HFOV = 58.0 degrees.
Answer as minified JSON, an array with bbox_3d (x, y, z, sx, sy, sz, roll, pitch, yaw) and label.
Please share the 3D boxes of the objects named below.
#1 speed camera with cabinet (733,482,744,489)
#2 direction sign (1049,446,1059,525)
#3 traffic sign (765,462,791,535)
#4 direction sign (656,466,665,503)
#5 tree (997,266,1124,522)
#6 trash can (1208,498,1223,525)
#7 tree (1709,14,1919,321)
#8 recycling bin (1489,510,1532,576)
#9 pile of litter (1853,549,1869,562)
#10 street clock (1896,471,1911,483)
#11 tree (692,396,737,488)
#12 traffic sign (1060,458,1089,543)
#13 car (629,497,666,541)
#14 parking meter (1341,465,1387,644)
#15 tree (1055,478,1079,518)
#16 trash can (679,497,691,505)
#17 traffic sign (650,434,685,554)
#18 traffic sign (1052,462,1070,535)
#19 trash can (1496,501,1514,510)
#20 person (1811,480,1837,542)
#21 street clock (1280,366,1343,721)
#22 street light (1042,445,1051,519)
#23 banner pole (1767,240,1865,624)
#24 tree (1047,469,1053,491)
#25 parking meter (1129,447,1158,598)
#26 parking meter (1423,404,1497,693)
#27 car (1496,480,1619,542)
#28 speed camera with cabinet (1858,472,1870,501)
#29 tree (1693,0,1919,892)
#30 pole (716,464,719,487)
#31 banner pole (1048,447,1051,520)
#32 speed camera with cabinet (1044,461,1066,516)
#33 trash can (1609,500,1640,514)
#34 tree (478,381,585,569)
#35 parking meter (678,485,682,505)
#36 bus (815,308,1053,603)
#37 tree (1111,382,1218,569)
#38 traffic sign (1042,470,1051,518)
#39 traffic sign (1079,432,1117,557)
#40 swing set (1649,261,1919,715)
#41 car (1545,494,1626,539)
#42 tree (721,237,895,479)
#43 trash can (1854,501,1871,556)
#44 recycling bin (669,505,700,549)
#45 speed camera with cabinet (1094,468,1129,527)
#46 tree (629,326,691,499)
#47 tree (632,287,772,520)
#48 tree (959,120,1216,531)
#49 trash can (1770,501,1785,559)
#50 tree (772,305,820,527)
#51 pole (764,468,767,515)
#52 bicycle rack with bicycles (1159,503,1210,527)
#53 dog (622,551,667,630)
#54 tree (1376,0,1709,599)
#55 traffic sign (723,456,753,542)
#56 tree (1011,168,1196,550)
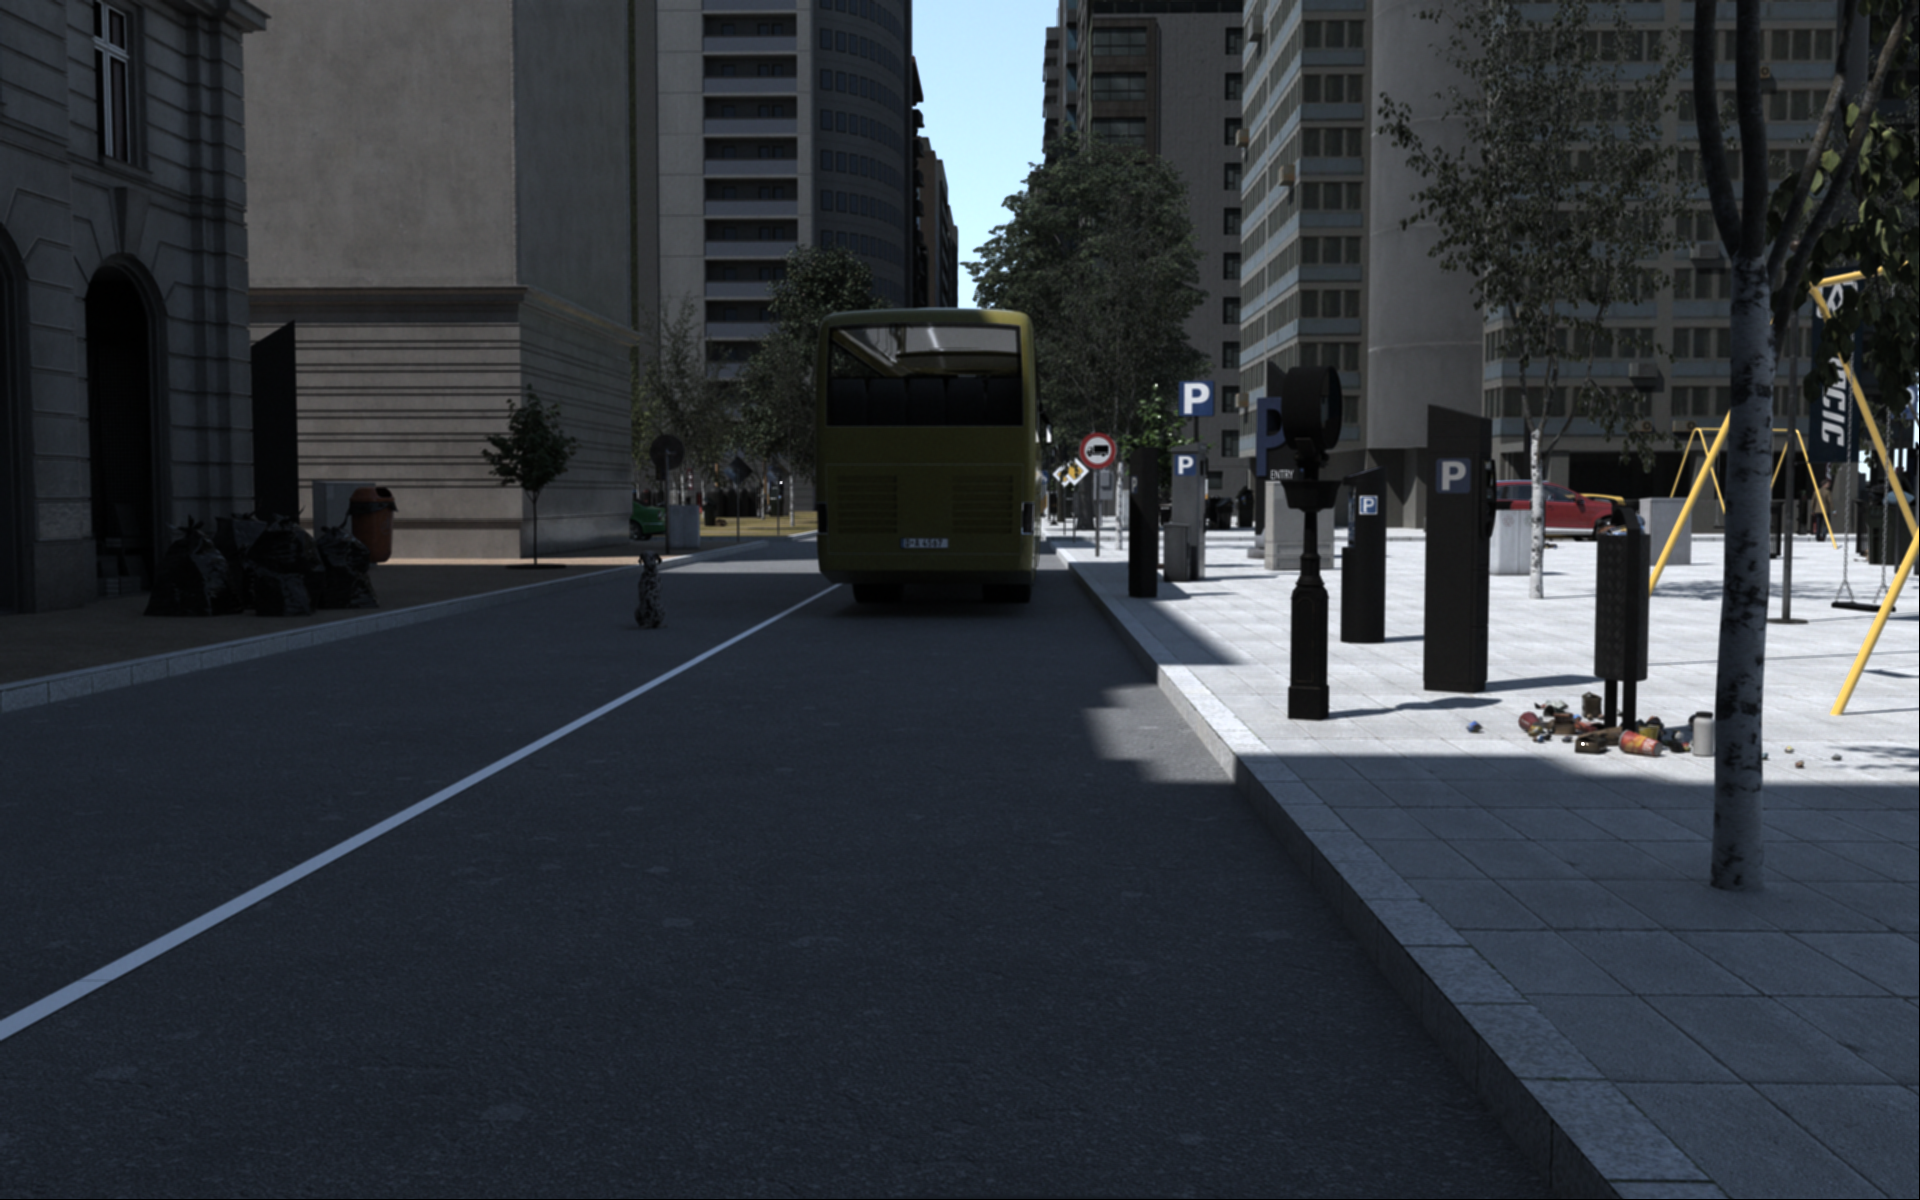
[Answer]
[{"bbox_3d":[-13.110,-6.608,102.375,0.660,3.252,2.038,0,4,-8],"label":"speed camera with cabinet"},{"bbox_3d":[3.899,-4.877,71.729,0.379,3.537,0.876,0,4,0],"label":"direction sign"},{"bbox_3d":[-5.653,-3.072,53.875,0.795,2.450,0.064,0,4,2],"label":"traffic sign"},{"bbox_3d":[-17.025,-6.519,98.586,0.379,3.537,0.876,2,4,29],"label":"direction sign"},{"bbox_3d":[4.420,-9.346,78.558,9.928,11.665,9.643,0,3,0],"label":"tree"},{"bbox_3d":[9.643,-3.248,64.754,0.748,1.137,0.748,0,3,0],"label":"trash can"},{"bbox_3d":[12.876,-4.425,22.718,4.360,8.622,3.978,0,3,0],"label":"tree"},{"bbox_3d":[8.772,-0.920,27.592,0.722,1.027,0.722,0,4,-4],"label":"recycling bin"},{"bbox_3d":[17.912,-1.176,33.190,1.719,0.858,1.176,0,4,-5],"label":"pile of litter"},{"bbox_3d":[29.890,-3.081,54.937,0.471,2.002,0.358,-2,4,-33],"label":"street clock"},{"bbox_3d":[-17.891,-10.691,125.155,4.737,8.622,4.395,0,3,0],"label":"tree"},{"bbox_3d":[3.010,-2.568,45.621,0.795,2.450,0.064,0,4,2],"label":"traffic sign"},{"bbox_3d":[-10.817,-2.557,50.611,4.718,1.807,1.959,0,4,1],"label":"car"},{"bbox_3d":[3.495,-0.402,14.990,0.372,1.533,0.369,0,3,0],"label":"parking meter"},{"bbox_3d":[6.188,-6.029,93.179,1.663,3.219,1.824,0,3,0],"label":"tree"},{"bbox_3d":[-15.500,-5.260,97.658,0.748,1.137,0.748,0,3,0],"label":"trash can"},{"bbox_3d":[-6.249,-2.253,36.940,0.768,2.556,0.104,0,4,8],"label":"traffic sign"},{"bbox_3d":[3.237,-3.056,53.603,0.795,2.450,0.064,0,4,2],"label":"traffic sign"},{"bbox_3d":[11.345,-1.534,36.733,0.748,1.137,0.748,0,3,0],"label":"trash can"},{"bbox_3d":[24.350,-2.472,48.827,0.656,1.842,0.836,2,4,26],"label":"person"},{"bbox_3d":[1.996,-0.324,9.863,0.358,2.002,0.471,2,4,27],"label":"street clock"},{"bbox_3d":[4.620,-7.129,89.342,0.468,5.910,1.993,0,4,2],"label":"street light"},{"bbox_3d":[8.404,-1.650,16.997,0.863,3.779,0.401,3,5,43],"label":"banner pole"},{"bbox_3d":[5.339,-7.082,110.398,1.663,3.219,1.824,0,3,0],"label":"tree"},{"bbox_3d":[2.280,-0.970,21.564,0.255,1.863,0.399,-1,4,-16],"label":"parking meter"},{"bbox_3d":[3.251,-0.340,11.262,0.399,1.863,0.255,2,4,33],"label":"parking meter"},{"bbox_3d":[16.079,-2.413,48.130,5.304,1.827,2.281,0,4,0],"label":"car"},{"bbox_3d":[37.177,-4.696,71.111,0.660,3.252,2.038,0,4,-7],"label":"speed camera with cabinet"},{"bbox_3d":[2.756,-3.360,5.299,4.737,8.622,4.395,0,3,0],"label":"tree"},{"bbox_3d":[-16.297,-7.491,116.313,0.158,3.312,0.155,0,3,0],"label":"pole"},{"bbox_3d":[4.399,-5.800,84.843,0.401,3.779,0.863,1,4,8],"label":"banner pole"},{"bbox_3d":[5.801,-6.593,102.124,2.038,3.252,0.660,-3,4,-38],"label":"speed camera with cabinet"},{"bbox_3d":[15.314,-1.725,39.852,0.748,1.137,0.748,0,3,0],"label":"trash can"},{"bbox_3d":[-7.513,-2.165,30.002,1.663,3.219,1.824,0,3,0],"label":"tree"},{"bbox_3d":[-18.194,-6.562,113.007,0.255,1.863,0.399,-2,4,-34],"label":"parking meter"},{"bbox_3d":[-0.076,-2.092,25.743,2.896,3.916,12.252,0,4,3],"label":"bus"},{"bbox_3d":[3.369,-2.174,30.152,1.663,3.219,1.824,0,3,0],"label":"tree"},{"bbox_3d":[4.419,-5.598,91.635,0.768,2.556,0.104,1,4,10],"label":"traffic sign"},{"bbox_3d":[2.817,-2.160,35.416,0.768,2.556,0.104,1,4,10],"label":"traffic sign"},{"bbox_3d":[6.375,-0.842,11.384,2.862,2.851,3.119,0,4,-5],"label":"swing set"},{"bbox_3d":[17.616,-2.454,50.342,3.980,1.641,2.015,0,4,3],"label":"car"},{"bbox_3d":[-5.909,-9.818,77.528,9.611,12.733,9.660,0,3,0],"label":"tree"},{"bbox_3d":[18.865,-1.476,35.782,0.748,1.137,0.748,0,3,0],"label":"trash can"},{"bbox_3d":[-6.466,-1.714,40.578,0.722,1.027,0.722,-1,4,-9],"label":"recycling bin"},{"bbox_3d":[6.343,-4.524,68.305,2.038,3.252,0.660,0,4,-6],"label":"speed camera with cabinet"},{"bbox_3d":[-14.695,-7.601,74.638,4.737,8.622,4.395,0,3,0],"label":"tree"},{"bbox_3d":[-9.780,-6.831,62.056,4.360,8.622,3.978,0,3,0],"label":"tree"},{"bbox_3d":[4.509,-9.427,60.794,9.857,13.997,8.962,0,3,0],"label":"tree"},{"bbox_3d":[15.972,-1.390,34.377,0.748,1.137,0.748,0,3,0],"label":"trash can"},{"bbox_3d":[-6.400,-7.210,68.245,4.360,8.622,3.978,0,3,0],"label":"tree"},{"bbox_3d":[-12.211,-7.009,108.442,0.158,3.312,0.155,0,3,0],"label":"pole"},{"bbox_3d":[8.850,-3.285,67.095,2.925,0.926,2.852,-1,4,-10],"label":"bicycle rack with bicycles"},{"bbox_3d":[-3.417,-0.104,18.544,0.513,0.831,0.800,2,4,31],"label":"dog"},{"bbox_3d":[7.025,-4.305,20.754,4.360,8.622,3.978,0,3,0],"label":"tree"},{"bbox_3d":[-5.880,-2.584,45.893,0.795,2.450,0.064,0,4,2],"label":"traffic sign"},{"bbox_3d":[3.527,-5.452,39.511,4.360,8.622,3.978,0,3,0],"label":"tree"}]
